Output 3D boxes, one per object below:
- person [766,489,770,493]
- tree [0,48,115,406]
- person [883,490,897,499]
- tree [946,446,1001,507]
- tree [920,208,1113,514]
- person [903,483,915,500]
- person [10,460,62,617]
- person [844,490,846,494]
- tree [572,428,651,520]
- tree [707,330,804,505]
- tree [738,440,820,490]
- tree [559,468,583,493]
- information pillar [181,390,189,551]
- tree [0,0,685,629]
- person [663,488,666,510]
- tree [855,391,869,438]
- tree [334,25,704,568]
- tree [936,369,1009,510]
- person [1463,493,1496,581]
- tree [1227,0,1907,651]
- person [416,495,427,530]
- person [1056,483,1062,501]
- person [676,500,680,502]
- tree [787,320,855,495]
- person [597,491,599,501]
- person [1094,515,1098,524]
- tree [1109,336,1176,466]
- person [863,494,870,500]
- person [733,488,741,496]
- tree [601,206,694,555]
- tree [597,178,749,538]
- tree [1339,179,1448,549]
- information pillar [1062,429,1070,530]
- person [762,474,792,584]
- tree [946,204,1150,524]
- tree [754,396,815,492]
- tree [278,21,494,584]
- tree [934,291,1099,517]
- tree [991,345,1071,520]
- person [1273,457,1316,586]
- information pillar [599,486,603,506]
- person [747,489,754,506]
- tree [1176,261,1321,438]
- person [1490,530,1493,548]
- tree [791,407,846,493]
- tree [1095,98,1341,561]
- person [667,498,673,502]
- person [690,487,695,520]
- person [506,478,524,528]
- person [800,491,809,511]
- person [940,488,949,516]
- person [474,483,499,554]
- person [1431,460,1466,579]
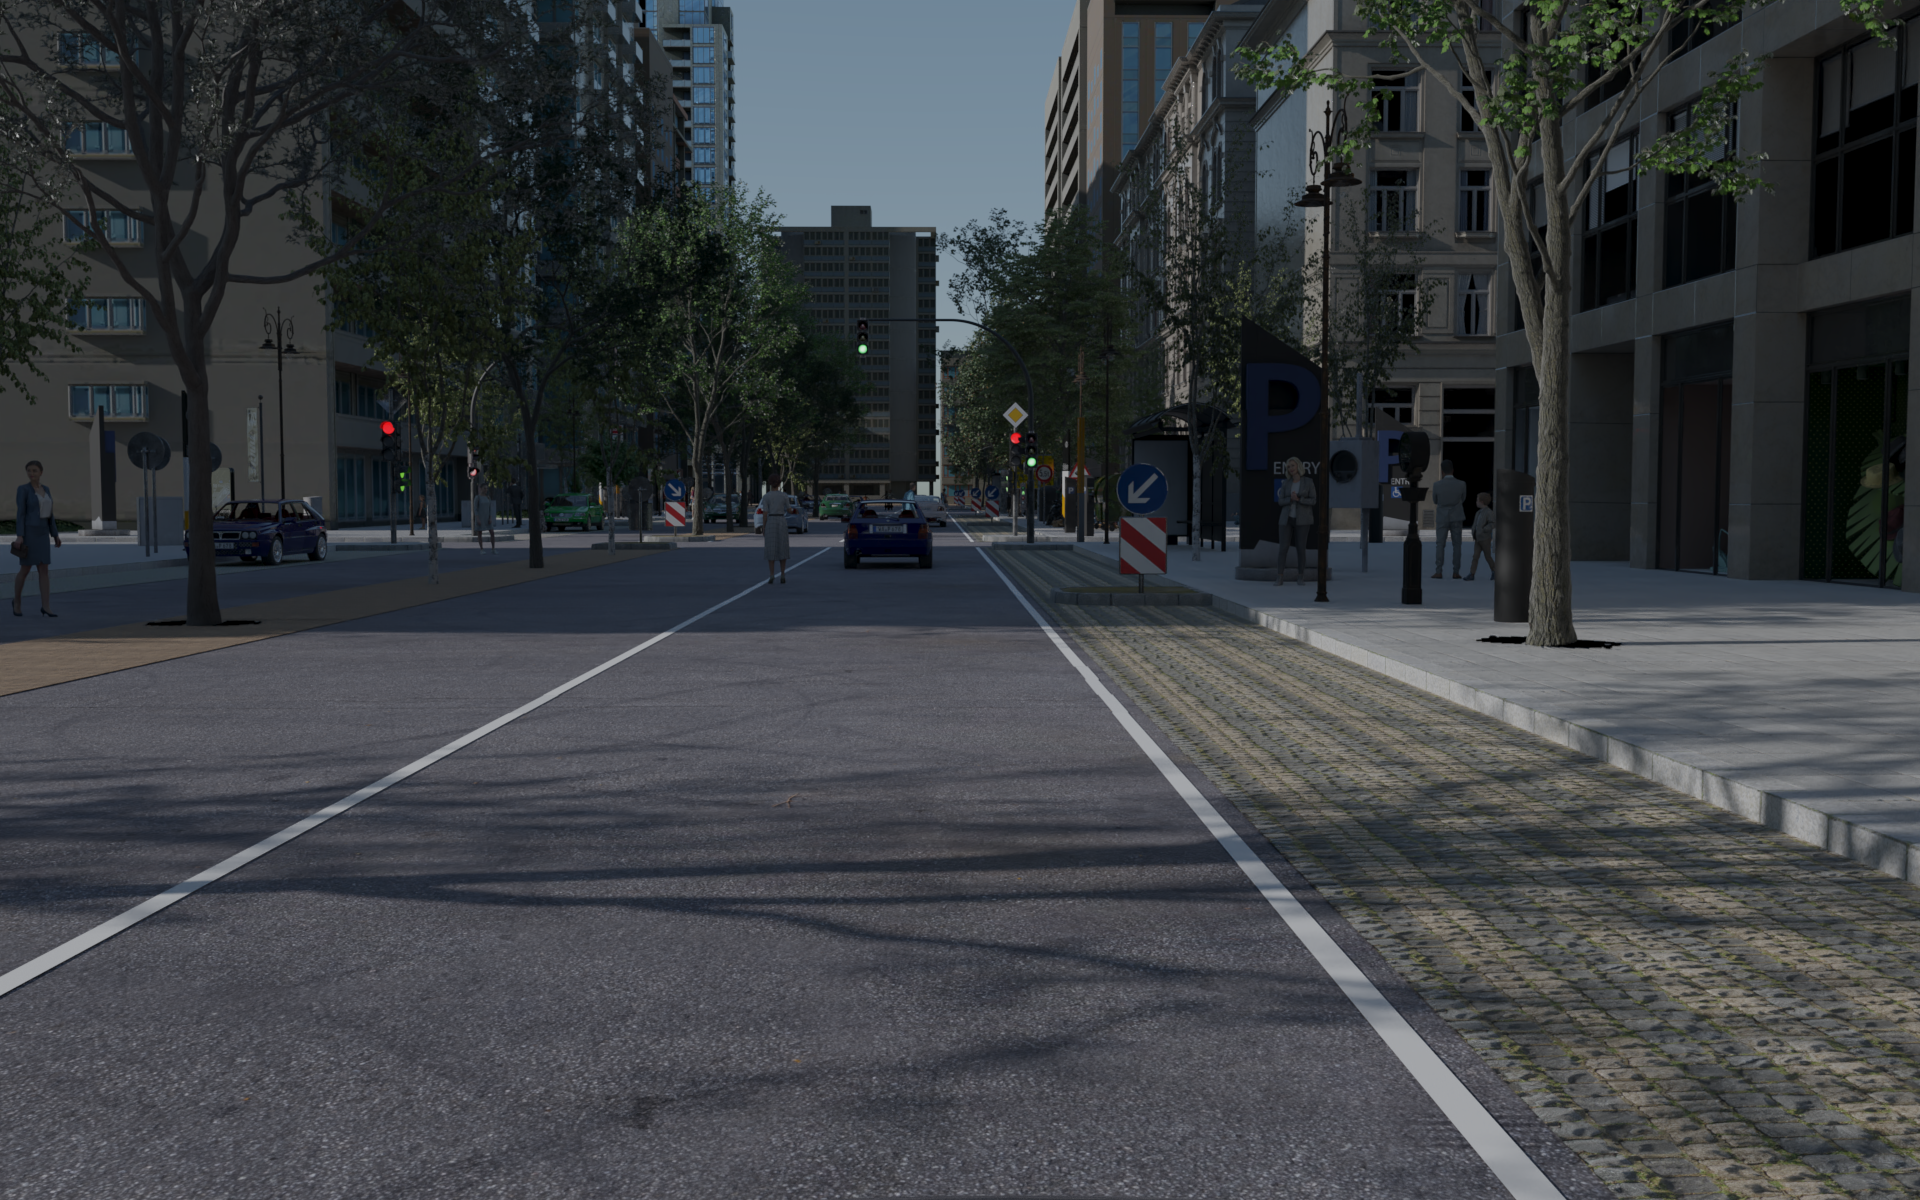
[{"bbox_3d":[-18.890,-10.079,171.290,0.568,1.767,0.683,-1,4,-15],"label":"person"},{"bbox_3d":[-16.577,-4.822,29.195,4.737,8.622,4.395,0,3,0],"label":"tree"},{"bbox_3d":[-6.071,-8.695,150.668,1.348,1.823,0.705,1,4,17],"label":"person"},{"bbox_3d":[2.217,-15.734,191.660,8.767,10.594,7.601,2,4,26],"label":"tree"},{"bbox_3d":[3.638,-15.713,112.796,12.611,20.169,13.585,0,3,0],"label":"tree"},{"bbox_3d":[-1.589,-2.787,54.409,0.444,1.785,0.601,-2,4,-26],"label":"person"},{"bbox_3d":[-10.821,-0.717,20.240,0.654,1.822,0.581,2,4,35],"label":"person"},{"bbox_3d":[-9.950,-8.607,149.775,0.990,1.755,0.434,1,4,15],"label":"person"},{"bbox_3d":[-17.519,-6.258,86.033,4.285,4.588,4.351,0,3,0],"label":"tree"},{"bbox_3d":[-20.476,-19.172,169.357,12.611,20.169,13.585,0,3,0],"label":"tree"},{"bbox_3d":[-20.219,-16.854,192.569,9.611,12.733,9.660,0,3,0],"label":"tree"},{"bbox_3d":[-24.968,-7.227,112.755,1.663,3.219,1.824,0,3,0],"label":"tree"},{"bbox_3d":[-17.463,-2.933,39.304,0.183,3.616,0.504,0,4,7],"label":"information pillar"},{"bbox_3d":[-8.195,-6.451,18.294,12.009,13.543,11.850,0,3,0],"label":"tree"},{"bbox_3d":[-23.438,-7.985,136.538,0.705,1.831,1.348,-3,4,-36],"label":"person"},{"bbox_3d":[-8.736,-8.950,83.196,8.767,10.594,7.601,0,4,-1],"label":"tree"},{"bbox_3d":[-8.127,-5.901,33.347,8.767,10.594,7.601,0,4,-1],"label":"tree"},{"bbox_3d":[2.450,-14.156,141.828,12.009,13.543,11.850,0,3,0],"label":"tree"},{"bbox_3d":[7.764,-0.938,25.659,0.640,1.303,0.475,-2,4,-30],"label":"person"},{"bbox_3d":[4.856,-5.423,14.422,9.928,11.665,9.643,0,3,0],"label":"tree"},{"bbox_3d":[-19.492,-3.177,62.658,0.373,1.253,0.362,0,4,-3],"label":"person"},{"bbox_3d":[4.619,-4.344,77.321,0.529,1.795,0.600,-2,4,-24],"label":"person"},{"bbox_3d":[-23.946,-8.601,147.348,0.721,1.739,1.217,3,4,39],"label":"person"},{"bbox_3d":[-8.624,-7.846,65.153,8.767,10.594,7.601,0,4,-1],"label":"tree"},{"bbox_3d":[-25.028,-7.007,120.787,0.466,1.800,0.511,3,5,39],"label":"person"},{"bbox_3d":[4.327,-2.842,58.007,0.738,1.151,1.012,2,4,27],"label":"person"},{"bbox_3d":[8.593,-8.017,81.433,4.737,8.622,4.395,0,3,0],"label":"tree"},{"bbox_3d":[-9.763,-10.250,179.344,1.065,1.426,0.557,0,4,5],"label":"person"},{"bbox_3d":[-21.275,-9.641,163.683,1.348,1.823,0.705,0,4,-3],"label":"person"},{"bbox_3d":[-8.089,-5.329,39.957,4.737,8.622,4.395,0,3,0],"label":"tree"},{"bbox_3d":[-8.476,-7.833,56.274,9.928,11.665,9.643,0,3,0],"label":"tree"},{"bbox_3d":[9.289,-5.514,40.521,4.360,8.622,3.978,0,3,0],"label":"tree"},{"bbox_3d":[3.848,-4.355,62.561,0.183,3.616,0.504,-1,4,-22],"label":"information pillar"},{"bbox_3d":[-2.938,-1.143,27.765,0.480,1.755,0.524,-1,4,-14],"label":"person"},{"bbox_3d":[3.967,-9.183,68.273,7.486,12.596,7.792,0,3,0],"label":"tree"},{"bbox_3d":[-9.332,-8.392,90.029,4.737,8.622,4.395,0,3,0],"label":"tree"},{"bbox_3d":[-8.283,-4.531,26.901,4.737,8.622,4.395,0,3,0],"label":"tree"},{"bbox_3d":[3.129,-10.969,96.357,9.611,12.733,9.660,0,3,0],"label":"tree"},{"bbox_3d":[3.787,-8.266,85.513,4.360,8.622,3.978,0,3,0],"label":"tree"},{"bbox_3d":[4.703,-1.102,24.241,0.537,1.800,0.526,2,4,32],"label":"person"},{"bbox_3d":[-18.820,-6.081,90.772,0.183,3.616,0.504,-1,4,-23],"label":"information pillar"},{"bbox_3d":[-21.906,-10.614,180.130,0.990,1.755,0.434,0,4,2],"label":"person"},{"bbox_3d":[9.524,-6.439,55.641,4.737,8.622,4.395,0,3,0],"label":"tree"},{"bbox_3d":[12.854,-2.096,41.158,0.643,1.720,0.563,2,4,33],"label":"person"},{"bbox_3d":[-9.504,-9.861,114.045,4.360,8.622,3.978,0,3,0],"label":"tree"},{"bbox_3d":[4.779,-5.056,33.034,4.360,8.622,3.978,0,3,0],"label":"tree"},{"bbox_3d":[-22.175,-7.695,132.673,0.721,1.723,1.217,0,4,7],"label":"person"},{"bbox_3d":[-14.798,-5.394,96.673,0.573,1.828,0.580,2,4,30],"label":"person"},{"bbox_3d":[-16.915,-3.694,65.797,0.474,1.900,0.648,2,4,24],"label":"person"},{"bbox_3d":[-13.199,-8.543,148.898,1.217,1.735,0.721,0,4,-4],"label":"person"},{"bbox_3d":[-1.057,-6.387,113.017,0.778,1.811,0.616,-2,4,-26],"label":"person"},{"bbox_3d":[-11.315,-1.936,41.161,0.522,1.701,0.512,3,5,42],"label":"person"},{"bbox_3d":[7.425,-1.230,26.340,0.511,1.800,0.466,0,4,-2],"label":"person"}]
